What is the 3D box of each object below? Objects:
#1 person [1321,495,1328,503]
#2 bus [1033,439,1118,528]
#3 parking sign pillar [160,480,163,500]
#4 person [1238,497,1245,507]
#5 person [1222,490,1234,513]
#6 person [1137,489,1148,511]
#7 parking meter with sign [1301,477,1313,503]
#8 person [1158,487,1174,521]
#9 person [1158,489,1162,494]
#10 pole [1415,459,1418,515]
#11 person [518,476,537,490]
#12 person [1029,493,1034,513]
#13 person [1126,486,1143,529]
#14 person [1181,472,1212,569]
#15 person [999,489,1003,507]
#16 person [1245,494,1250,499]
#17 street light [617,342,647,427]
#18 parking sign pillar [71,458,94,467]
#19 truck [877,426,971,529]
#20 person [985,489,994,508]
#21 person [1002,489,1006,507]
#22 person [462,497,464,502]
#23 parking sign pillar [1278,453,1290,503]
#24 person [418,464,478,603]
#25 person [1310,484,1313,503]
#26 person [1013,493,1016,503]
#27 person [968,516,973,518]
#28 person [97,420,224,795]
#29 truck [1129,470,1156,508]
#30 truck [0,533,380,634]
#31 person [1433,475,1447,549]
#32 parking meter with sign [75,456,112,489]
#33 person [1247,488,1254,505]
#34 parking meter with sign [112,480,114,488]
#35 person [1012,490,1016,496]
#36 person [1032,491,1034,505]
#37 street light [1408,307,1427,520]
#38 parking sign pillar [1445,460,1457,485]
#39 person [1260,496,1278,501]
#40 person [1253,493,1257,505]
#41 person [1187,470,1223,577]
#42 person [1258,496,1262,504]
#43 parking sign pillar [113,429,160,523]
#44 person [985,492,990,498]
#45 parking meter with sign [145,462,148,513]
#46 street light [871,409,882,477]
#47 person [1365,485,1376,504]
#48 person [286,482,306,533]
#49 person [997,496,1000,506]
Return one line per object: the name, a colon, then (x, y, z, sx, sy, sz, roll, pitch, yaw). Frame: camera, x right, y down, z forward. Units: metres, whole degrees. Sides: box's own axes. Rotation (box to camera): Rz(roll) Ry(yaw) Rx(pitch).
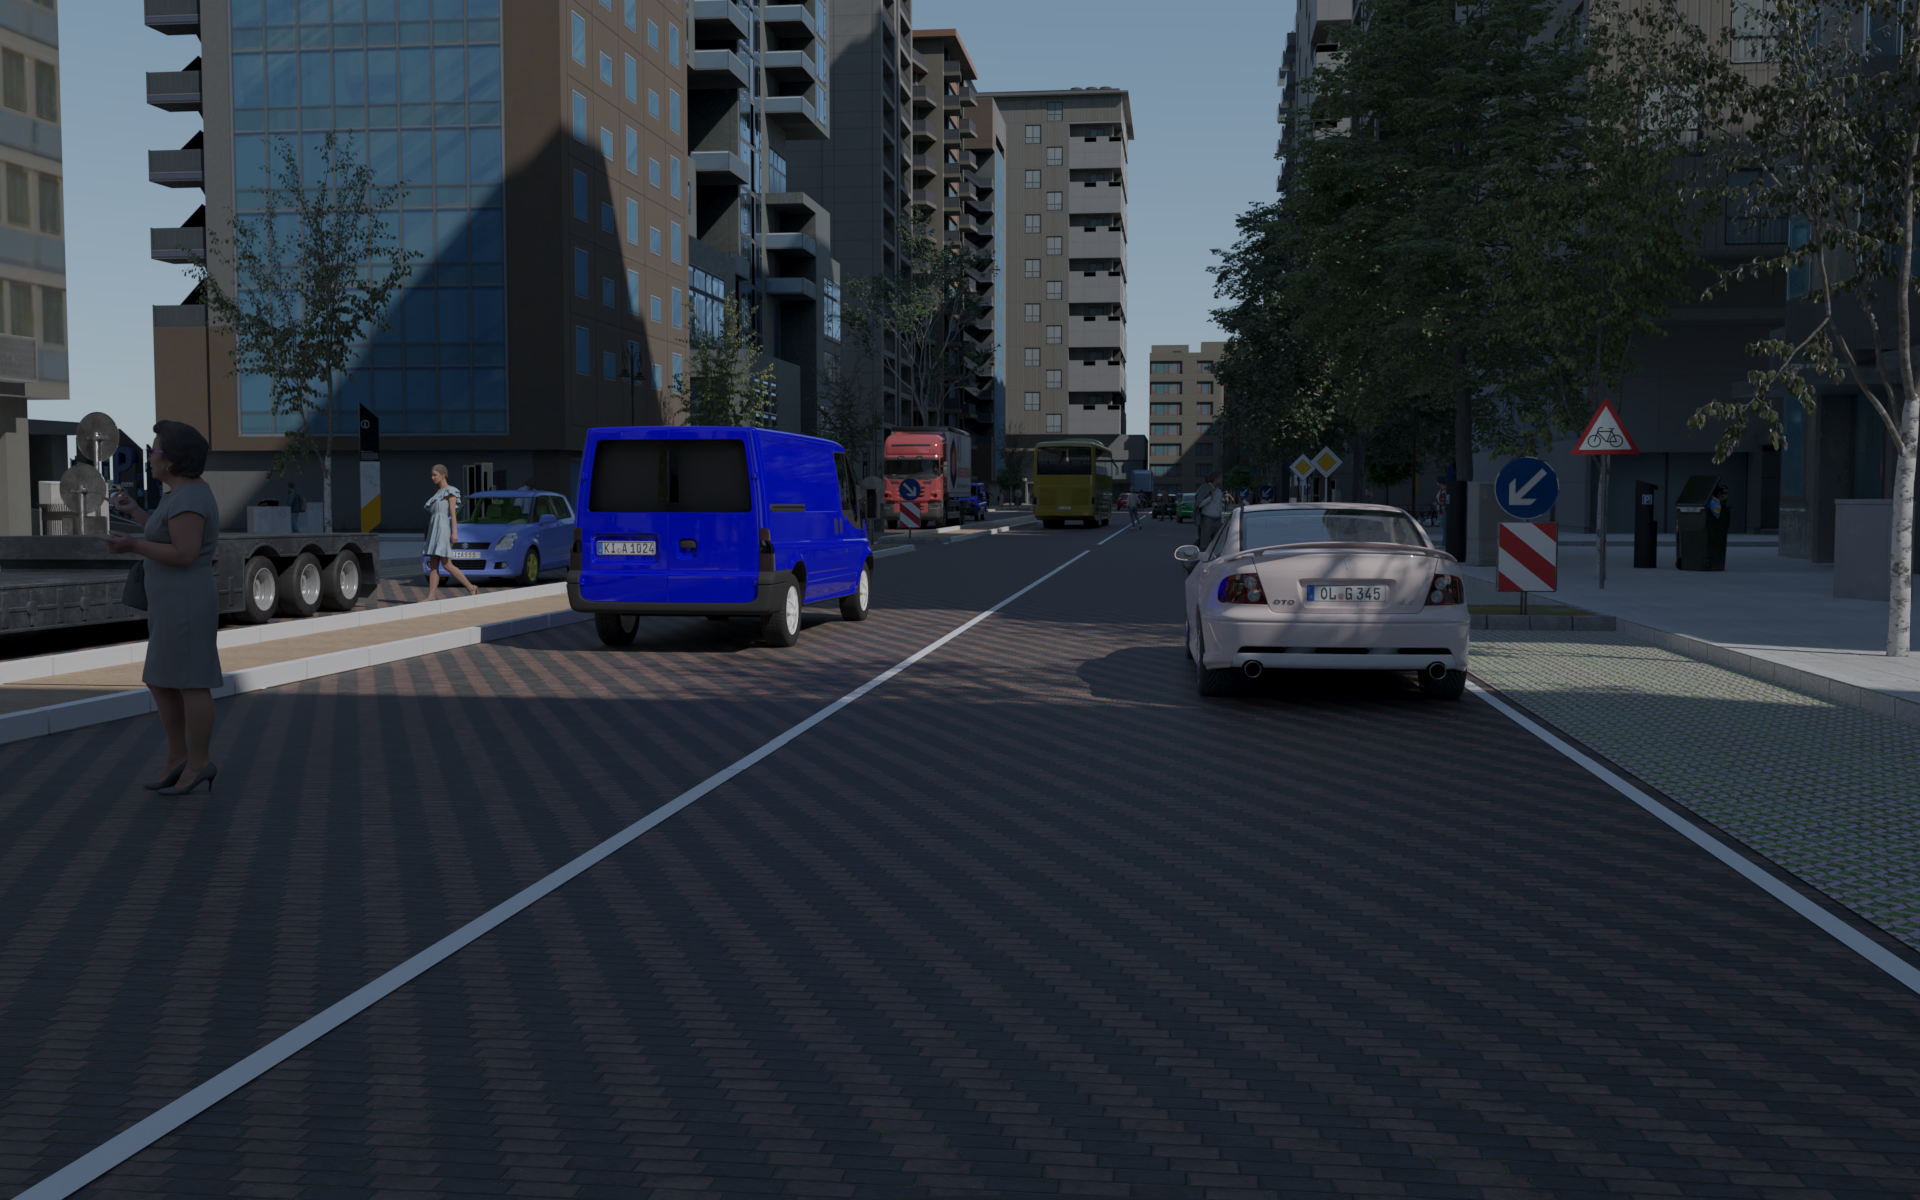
person: (13.820, -3.367, 65.775, 0.352, 1.250, 0.332, 3, 5, 40)
bus: (5.149, -5.179, 76.222, 2.896, 3.916, 12.252, 1, 4, 9)
parking sign pillar: (-43.509, -6.448, 93.903, 1.447, 3.967, 1.447, 0, 4, 6)
person: (12.412, -3.886, 76.312, 0.640, 1.303, 0.475, -3, 5, -41)
person: (19.944, -7.372, 129.756, 1.217, 1.735, 0.721, 2, 4, 34)
person: (15.454, -8.514, 147.704, 1.348, 1.824, 0.705, -1, 4, -10)
parking meter with sign: (18.386, -5.819, 91.404, 0.543, 3.016, 1.738, 1, 4, 22)
person: (10.936, -5.113, 92.014, 0.836, 1.842, 0.656, 0, 4, 5)
person: (14.305, -7.066, 124.045, 0.555, 1.821, 0.388, 2, 4, 25)
pole: (22.506, -5.608, 85.532, 0.158, 3.312, 0.155, 0, 3, 0)
person: (-8.423, -1.522, 33.656, 0.793, 1.790, 0.793, 0, 4, -2)
person: (5.894, -7.698, 134.496, 1.348, 1.807, 0.705, -2, 4, -31)
person: (7.147, -3.729, 70.136, 0.731, 1.740, 0.598, -3, 4, -36)
person: (4.579, -1.487, 32.653, 0.795, 1.843, 0.661, -1, 4, -22)
person: (4.109, -10.194, 173.386, 0.551, 1.740, 0.621, 1, 4, 18)
person: (32.398, -11.630, 195.827, 0.705, 1.869, 1.348, -3, 4, -39)
street light: (-9.968, -4.894, 52.808, 0.468, 5.910, 1.993, 0, 4, 7)
parking sign pillar: (-49.052, -6.634, 96.931, 1.447, 3.967, 1.447, -3, 5, -42)
truck: (-1.370, -5.200, 73.940, 2.839, 4.237, 11.283, 0, 4, 7)
person: (2.580, -9.318, 158.907, 1.217, 1.766, 0.721, -2, 4, -24)
person: (4.402, -10.255, 174.242, 0.750, 1.759, 0.617, 1, 4, 19)
person: (-15.355, -2.635, 54.146, 0.382, 1.210, 0.505, -2, 4, -32)
parking sign pillar: (17.676, -6.483, 94.463, 1.447, 3.967, 1.447, 0, 4, 3)
person: (-6.666, -0.843, 22.380, 0.778, 1.811, 0.616, -2, 4, -31)
person: (16.866, -4.667, 82.534, 0.526, 1.800, 0.537, -2, 4, -29)
person: (6.283, -11.514, 195.765, 0.593, 1.643, 0.415, -3, 4, -36)
person: (0.611, -5.849, 104.622, 0.782, 1.767, 0.515, 3, 5, 45)
person: (-3.835, 0.034, 8.302, 0.532, 1.782, 0.716, -2, 4, -27)
truck: (19.616, -12.182, 188.926, 2.967, 4.110, 18.799, 1, 4, 9)
truck: (-9.436, -1.398, 12.609, 2.967, 4.110, 18.799, 0, 4, 6)
person: (11.366, -2.060, 40.566, 0.643, 1.720, 0.563, 0, 3, 0)
parking meter with sign: (-39.737, -5.080, 79.323, 0.543, 3.016, 1.738, 0, 4, 5)
person: (24.102, -8.407, 143.507, 0.705, 1.824, 1.348, 2, 4, 28)
parking meter with sign: (-44.945, -5.865, 92.146, 1.738, 3.016, 0.543, 2, 4, 31)
person: (6.500, -11.873, 200.694, 1.217, 1.766, 0.721, 0, 4, 4)
person: (8.528, -11.816, 200.157, 0.530, 1.710, 0.541, 1, 4, 16)
street light: (10.781, -4.175, 41.056, 0.468, 5.910, 1.993, 0, 4, 7)
parking sign pillar: (23.590, -5.711, 81.844, 1.447, 3.967, 1.447, 1, 4, 18)
person: (23.168, -7.577, 129.956, 1.348, 1.821, 0.705, 0, 4, -1)
person: (30.252, -10.459, 177.733, 0.721, 1.739, 1.217, -2, 4, -34)
person: (4.125, -1.231, 28.735, 0.850, 1.850, 0.679, 3, 5, 43)
person: (28.563, -9.488, 164.407, 0.421, 1.427, 0.697, -3, 5, -40)
parking sign pillar: (-34.048, -5.043, 70.933, 1.447, 3.967, 1.447, 2, 4, 25)
person: (2.290, -9.719, 165.471, 1.217, 1.766, 0.721, -1, 4, -19)
parking meter with sign: (-44.031, -6.085, 95.743, 1.738, 3.016, 0.543, -3, 4, -36)
street light: (-4.585, -7.439, 94.412, 0.468, 5.910, 1.993, 0, 4, 7)
person: (19.874, -4.745, 83.981, 0.532, 1.782, 0.716, 2, 4, 35)
person: (-19.398, -2.541, 50.386, 0.721, 1.781, 0.623, -1, 4, -15)
person: (4.319, -10.760, 185.164, 0.799, 1.438, 0.628, 2, 4, 24)
